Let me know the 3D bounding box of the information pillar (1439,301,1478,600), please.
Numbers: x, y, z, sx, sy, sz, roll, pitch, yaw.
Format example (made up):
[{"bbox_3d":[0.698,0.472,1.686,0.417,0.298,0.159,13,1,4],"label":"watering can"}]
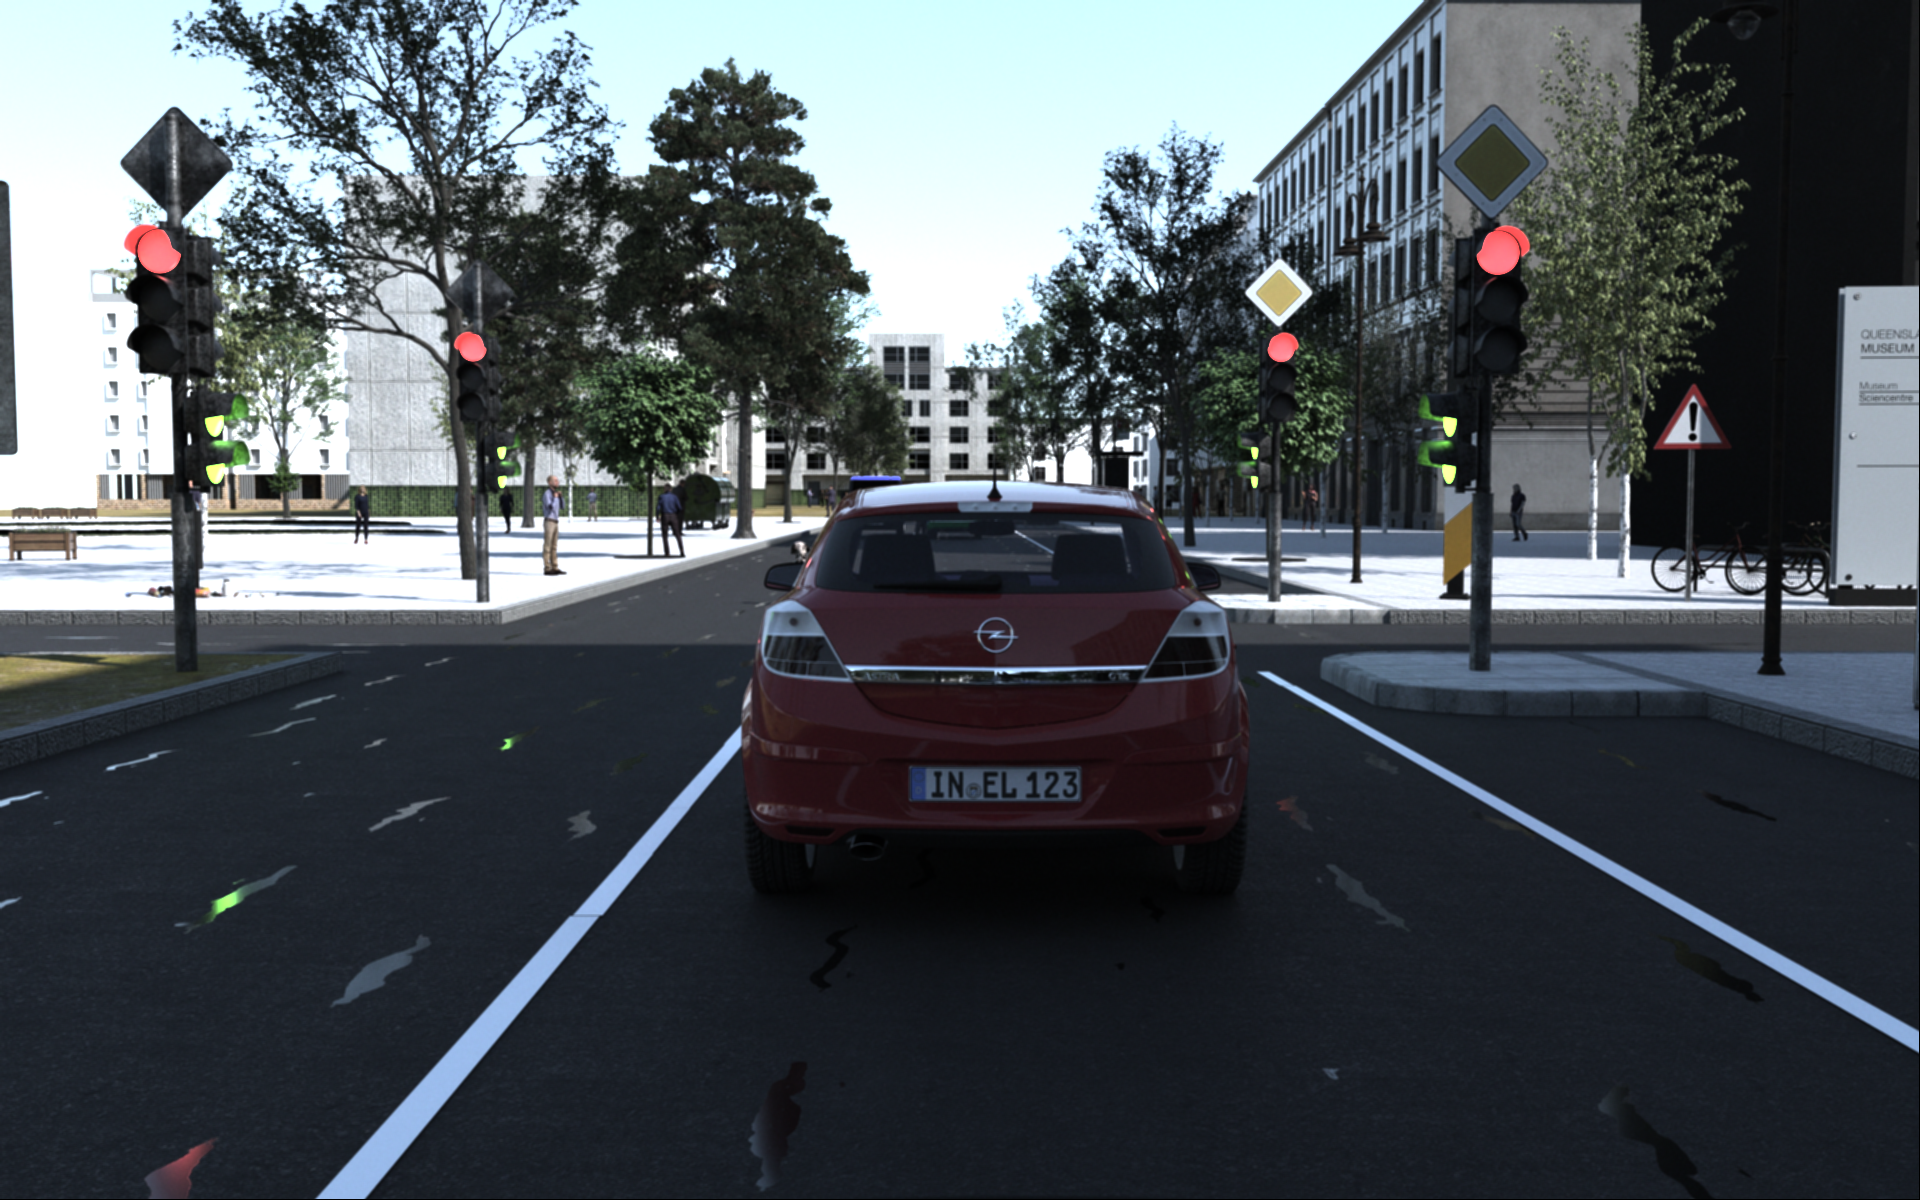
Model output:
[{"bbox_3d":[6.116,-1.812,20.986,0.504,3.616,0.183,2,4,28],"label":"information pillar"}]

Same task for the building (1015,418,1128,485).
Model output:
[{"bbox_3d":[20.024,-15.454,194.814,28.070,9.664,9.099,0,4,0],"label":"building"}]

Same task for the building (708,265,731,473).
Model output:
[{"bbox_3d":[-26.258,-16.974,133.950,16.016,20.091,11.380,0,4,0],"label":"building"}]

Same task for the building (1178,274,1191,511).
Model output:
[{"bbox_3d":[24.305,-16.543,126.898,16.016,20.091,11.380,0,4,0],"label":"building"}]

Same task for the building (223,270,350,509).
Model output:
[{"bbox_3d":[-55.480,-18.119,152.667,11.380,20.091,16.016,0,4,0],"label":"building"}]

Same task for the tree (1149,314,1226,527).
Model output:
[{"bbox_3d":[9.585,-7.207,68.194,4.737,8.622,4.395,0,3,0],"label":"tree"}]

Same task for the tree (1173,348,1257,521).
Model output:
[{"bbox_3d":[13.123,-8.066,82.237,4.360,8.622,3.978,0,3,0],"label":"tree"}]

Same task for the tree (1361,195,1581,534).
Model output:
[{"bbox_3d":[12.687,-5.605,41.997,4.360,8.622,3.978,0,3,0],"label":"tree"}]

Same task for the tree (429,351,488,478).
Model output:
[{"bbox_3d":[-25.433,-8.487,89.121,4.737,8.622,4.395,0,3,0],"label":"tree"}]

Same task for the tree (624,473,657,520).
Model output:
[{"bbox_3d":[-16.294,-5.679,87.446,1.663,3.219,1.824,0,3,0],"label":"tree"}]

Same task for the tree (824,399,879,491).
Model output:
[{"bbox_3d":[-7.467,-10.581,123.366,4.360,8.622,3.978,0,3,0],"label":"tree"}]

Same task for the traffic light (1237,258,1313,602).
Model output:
[{"bbox_3d":[3.722,-1.911,20.496,0.839,4.213,0.868,0,4,0],"label":"traffic light"}]

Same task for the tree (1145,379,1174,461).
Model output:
[{"bbox_3d":[11.222,-8.393,87.590,4.360,8.622,3.978,0,3,0],"label":"tree"}]

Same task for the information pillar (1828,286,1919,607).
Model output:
[{"bbox_3d":[10.829,-1.737,19.717,1.656,3.620,0.184,0,4,4],"label":"information pillar"}]

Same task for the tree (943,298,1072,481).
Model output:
[{"bbox_3d":[4.622,-19.201,169.827,12.611,20.169,13.585,0,3,0],"label":"tree"}]

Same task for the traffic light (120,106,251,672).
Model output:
[{"bbox_3d":[-5.591,-1.419,12.438,0.839,4.213,0.868,0,4,0],"label":"traffic light"}]

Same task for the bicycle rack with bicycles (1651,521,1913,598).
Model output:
[{"bbox_3d":[10.859,-0.545,22.291,2.852,0.926,2.925,-2,4,-34],"label":"bicycle rack with bicycles"}]

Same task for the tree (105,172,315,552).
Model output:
[{"bbox_3d":[-16.594,-5.383,38.380,4.737,8.622,4.395,0,3,0],"label":"tree"}]

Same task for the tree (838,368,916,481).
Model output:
[{"bbox_3d":[-7.936,-14.536,155.782,7.486,12.596,7.792,0,3,0],"label":"tree"}]

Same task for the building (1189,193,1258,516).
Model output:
[{"bbox_3d":[24.246,-15.807,114.865,16.016,20.091,11.380,0,4,0],"label":"building"}]

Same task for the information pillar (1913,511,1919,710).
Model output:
[{"bbox_3d":[5.852,-0.346,10.148,0.304,2.012,0.304,-1,4,-15],"label":"information pillar"}]

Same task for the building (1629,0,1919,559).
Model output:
[{"bbox_3d":[24.825,-12.677,36.945,15.834,23.373,12.332,0,4,0],"label":"building"}]

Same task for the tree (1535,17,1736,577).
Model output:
[{"bbox_3d":[9.988,-4.652,26.422,4.737,8.622,4.395,0,3,0],"label":"tree"}]

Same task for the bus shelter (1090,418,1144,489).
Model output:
[{"bbox_3d":[7.935,-6.824,89.201,2.179,5.291,8.768,0,4,-1],"label":"bus shelter"}]

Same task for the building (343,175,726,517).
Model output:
[{"bbox_3d":[-25.786,-15.014,111.930,16.747,18.905,31.486,0,4,0],"label":"building"}]

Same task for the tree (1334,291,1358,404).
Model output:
[{"bbox_3d":[13.816,-6.444,55.721,4.360,8.622,3.978,0,3,0],"label":"tree"}]

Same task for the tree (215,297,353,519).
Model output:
[{"bbox_3d":[-35.404,-10.073,90.455,9.928,11.665,9.643,0,3,0],"label":"tree"}]

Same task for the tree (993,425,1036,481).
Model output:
[{"bbox_3d":[5.234,-12.778,159.280,4.360,8.622,3.978,0,3,0],"label":"tree"}]

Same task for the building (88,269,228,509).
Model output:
[{"bbox_3d":[-66.948,-18.088,152.165,11.380,20.091,16.016,0,4,0],"label":"building"}]

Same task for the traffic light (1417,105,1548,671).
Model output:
[{"bbox_3d":[3.770,-1.423,12.511,0.839,4.213,0.868,0,4,0],"label":"traffic light"}]

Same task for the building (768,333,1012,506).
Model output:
[{"bbox_3d":[-10.112,-20.307,198.483,31.486,18.905,16.747,0,4,0],"label":"building"}]

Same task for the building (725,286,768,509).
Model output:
[{"bbox_3d":[-33.806,-17.502,152.616,31.486,18.905,16.747,0,4,0],"label":"building"}]

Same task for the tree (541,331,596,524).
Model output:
[{"bbox_3d":[-16.557,-7.585,74.373,4.737,8.622,4.395,0,3,0],"label":"tree"}]

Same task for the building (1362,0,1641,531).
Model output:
[{"bbox_3d":[21.067,-13.396,68.181,9.793,20.994,18.267,0,4,0],"label":"building"}]

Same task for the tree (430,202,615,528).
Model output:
[{"bbox_3d":[-16.302,-8.769,65.422,6.751,12.117,7.091,0,3,0],"label":"tree"}]

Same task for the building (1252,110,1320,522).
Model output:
[{"bbox_3d":[20.998,-14.536,86.813,9.793,20.994,18.267,0,4,0],"label":"building"}]

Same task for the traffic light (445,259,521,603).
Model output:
[{"bbox_3d":[-5.639,-1.907,20.423,0.839,4.213,0.868,0,4,0],"label":"traffic light"}]

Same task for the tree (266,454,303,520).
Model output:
[{"bbox_3d":[-32.661,-5.427,83.331,1.663,3.219,1.824,0,3,0],"label":"tree"}]

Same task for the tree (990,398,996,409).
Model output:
[{"bbox_3d":[5.990,-10.187,100.976,8.767,10.594,7.601,0,4,0],"label":"tree"}]

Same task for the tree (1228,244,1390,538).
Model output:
[{"bbox_3d":[10.639,-6.130,50.592,4.737,8.622,4.395,0,3,0],"label":"tree"}]

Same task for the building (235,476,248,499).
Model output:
[{"bbox_3d":[-65.500,-20.311,198.550,31.486,18.905,16.747,0,4,0],"label":"building"}]

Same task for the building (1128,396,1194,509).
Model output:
[{"bbox_3d":[20.527,-12.556,147.444,9.099,9.664,28.070,0,4,0],"label":"building"}]

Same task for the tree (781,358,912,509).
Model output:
[{"bbox_3d":[-7.229,-10.358,103.761,7.601,10.594,8.767,-3,5,-39],"label":"tree"}]
